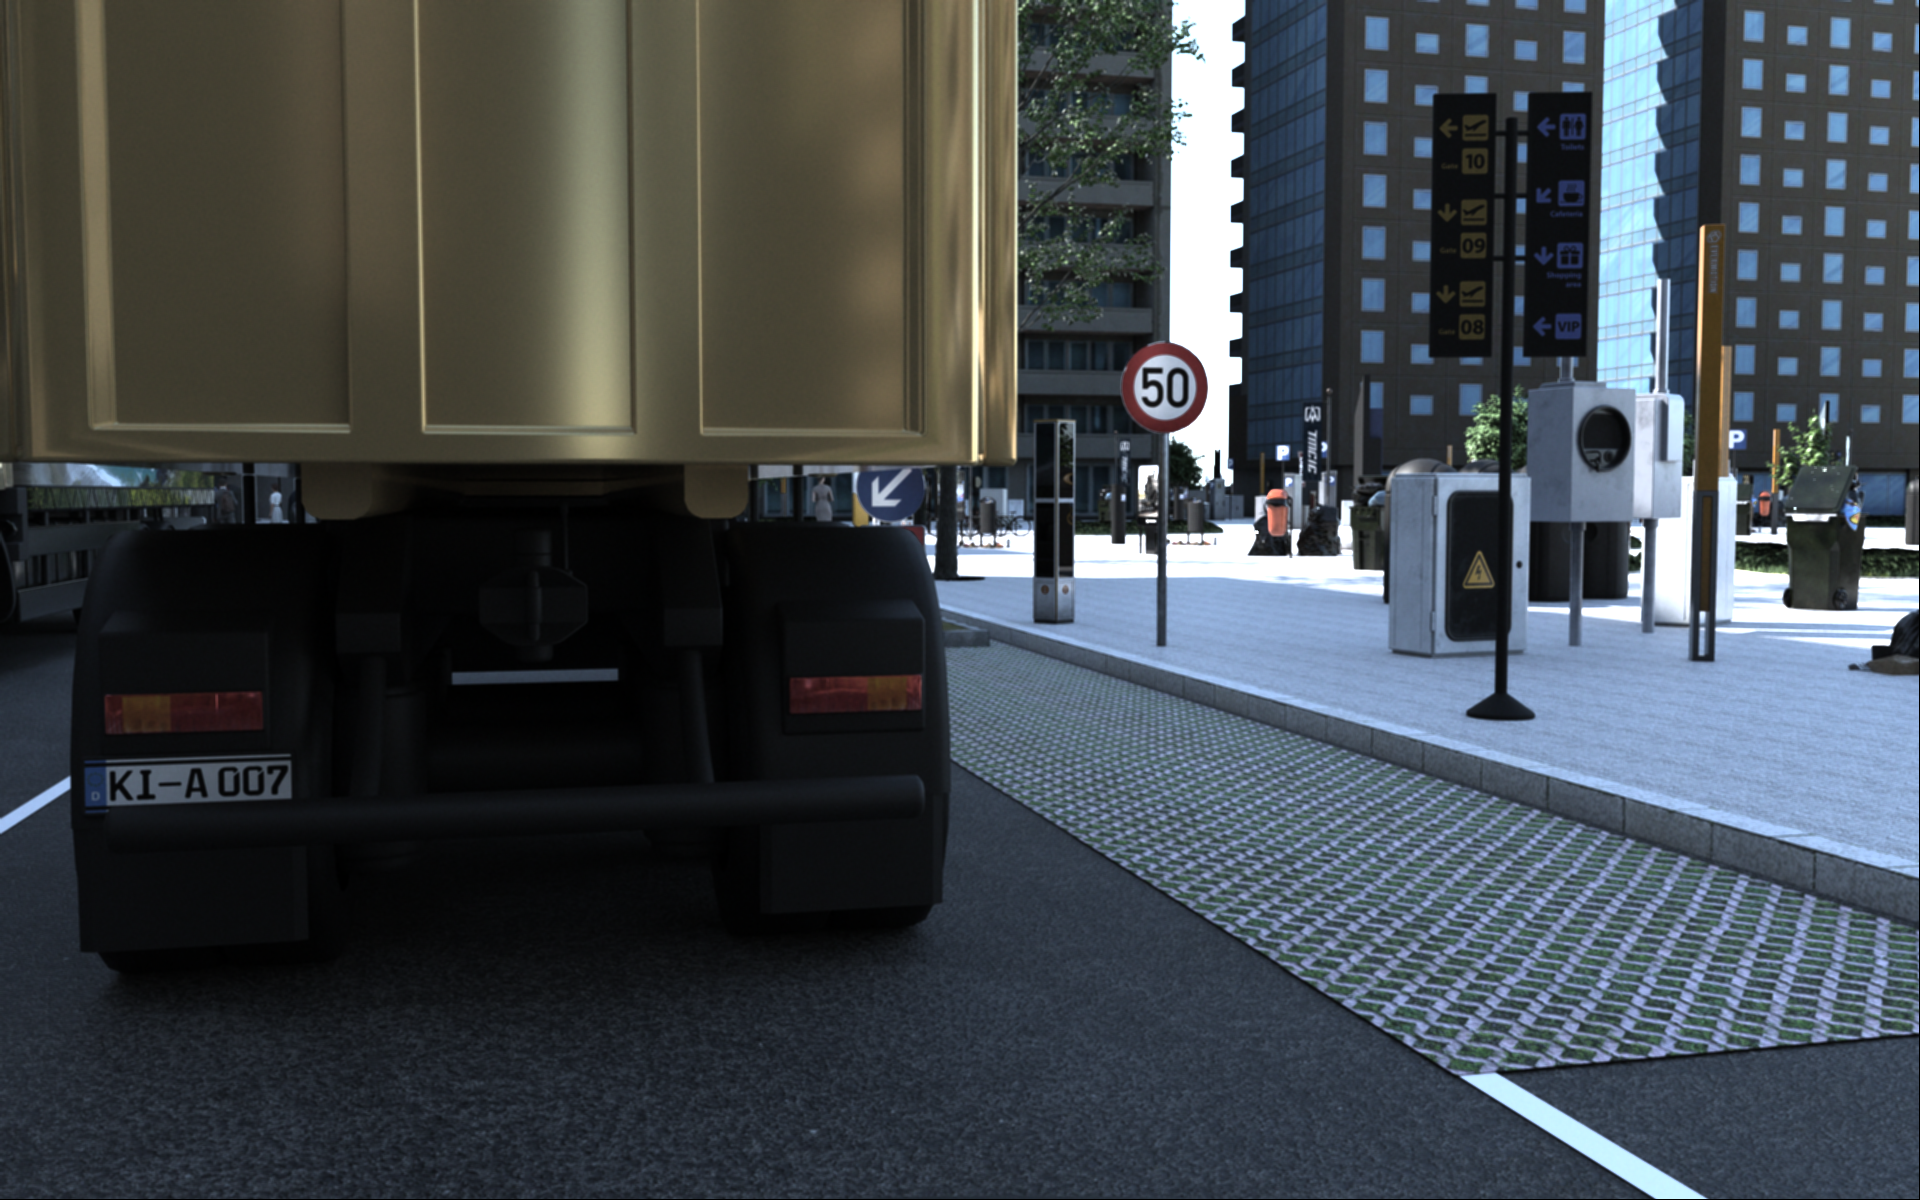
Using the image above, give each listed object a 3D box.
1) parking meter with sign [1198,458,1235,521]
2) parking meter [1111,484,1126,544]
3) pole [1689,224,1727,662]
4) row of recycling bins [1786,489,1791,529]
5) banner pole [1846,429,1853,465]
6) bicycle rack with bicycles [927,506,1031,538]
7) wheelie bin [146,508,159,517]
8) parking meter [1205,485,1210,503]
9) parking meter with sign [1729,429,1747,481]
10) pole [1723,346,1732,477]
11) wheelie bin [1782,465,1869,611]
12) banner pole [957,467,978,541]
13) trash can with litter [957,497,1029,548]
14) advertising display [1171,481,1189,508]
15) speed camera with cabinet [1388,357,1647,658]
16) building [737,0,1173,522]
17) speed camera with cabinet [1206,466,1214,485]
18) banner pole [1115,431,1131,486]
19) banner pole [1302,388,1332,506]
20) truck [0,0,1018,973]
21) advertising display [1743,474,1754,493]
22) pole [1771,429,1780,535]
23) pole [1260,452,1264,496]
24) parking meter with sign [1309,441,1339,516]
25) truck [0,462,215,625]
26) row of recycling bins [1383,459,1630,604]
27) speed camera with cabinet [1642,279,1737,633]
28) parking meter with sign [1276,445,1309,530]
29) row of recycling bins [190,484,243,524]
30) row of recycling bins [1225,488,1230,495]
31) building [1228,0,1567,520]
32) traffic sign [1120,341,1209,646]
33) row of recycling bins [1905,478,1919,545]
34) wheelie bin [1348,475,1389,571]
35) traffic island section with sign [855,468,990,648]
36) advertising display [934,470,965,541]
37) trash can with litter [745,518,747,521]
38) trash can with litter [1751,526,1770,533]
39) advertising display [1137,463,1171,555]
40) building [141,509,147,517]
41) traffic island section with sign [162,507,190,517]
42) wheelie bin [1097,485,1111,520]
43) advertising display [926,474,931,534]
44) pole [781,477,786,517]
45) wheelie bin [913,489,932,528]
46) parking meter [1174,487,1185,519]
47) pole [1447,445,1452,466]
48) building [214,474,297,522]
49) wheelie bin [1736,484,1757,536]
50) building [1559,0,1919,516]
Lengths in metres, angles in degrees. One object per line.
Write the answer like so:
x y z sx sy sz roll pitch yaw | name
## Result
12.503 -5.381 84.239 1.738 3.016 0.543 -2 4 -29 | parking meter with sign
4.048 -2.191 44.236 0.372 1.533 0.369 0 3 0 | parking meter
5.714 -1.187 13.247 0.158 3.312 0.155 0 3 0 | pole
25.183 -2.679 50.917 1.069 1.692 3.534 1 4 9 | row of recycling bins
33.987 -4.665 66.298 0.401 3.779 0.863 3 4 38 | banner pole
0.731 -2.363 52.010 2.925 0.926 2.852 1 4 17 | bicycle rack with bicycles
-21.987 -2.429 47.617 0.693 1.594 0.980 -1 4 -15 | wheelie bin
15.195 -6.153 106.305 0.255 1.863 0.399 2 4 34 | parking meter
20.996 -3.131 47.453 0.543 3.016 1.738 1 4 10 | parking meter with sign
10.524 -1.843 23.974 0.158 3.312 0.155 0 3 0 | pole
9.633 -0.698 19.320 0.693 1.594 0.980 -2 4 -34 | wheelie bin
0.065 -3.540 47.890 0.863 3.779 0.401 0 4 2 | banner pole
0.502 -1.879 41.785 1.678 1.210 2.233 -3 5 -39 | trash can with litter
10.817 -4.919 85.635 0.974 1.923 0.123 0 4 -1 | advertising display
4.500 -1.206 14.051 2.038 3.252 0.660 -1 4 -23 | speed camera with cabinet
-2.663 -28.518 89.968 21.600 48.544 21.300 -1 4 -14 | building
17.119 -7.746 120.981 0.660 3.252 2.038 -2 4 -34 | speed camera with cabinet
6.375 -4.801 68.510 0.863 3.779 0.401 2 4 32 | banner pole
8.545 -3.134 41.250 0.863 3.779 0.401 2 4 25 | banner pole
-2.209 -0.798 8.965 3.469 3.379 9.791 -1 4 -14 | truck
24.893 -3.030 54.753 0.123 1.923 0.974 1 4 12 | advertising display
25.679 -3.712 54.538 0.158 3.312 0.155 0 3 0 | pole
14.778 -5.559 84.738 0.158 3.312 0.155 0 3 0 | pole
11.936 -3.675 56.346 0.543 3.016 1.738 0 4 -3 | parking meter with sign
-9.186 -1.646 15.831 2.839 4.237 11.283 -1 4 -13 | truck
6.661 -0.839 20.829 3.534 1.692 1.069 -2 4 -26 | row of recycling bins
6.820 -1.365 16.655 0.660 3.252 2.038 3 5 44 | speed camera with cabinet
12.048 -4.052 62.516 0.543 3.016 1.738 3 4 38 | parking meter with sign
-31.512 -4.037 73.124 1.069 1.692 3.534 0 4 6 | row of recycling bins
22.772 -8.016 138.172 3.534 1.692 1.069 -1 4 -19 | row of recycling bins
23.654 -27.002 91.591 14.200 45.320 14.600 -1 4 -14 | building
1.702 -0.883 14.550 0.768 2.556 0.104 -1 4 -10 | traffic sign
25.251 -2.287 44.507 1.069 1.692 3.534 3 5 45 | row of recycling bins
6.997 -1.301 29.179 0.693 1.594 0.980 -3 5 -43 | wheelie bin
-0.927 -0.502 16.828 1.989 1.847 2.006 -1 4 -14 | traffic island section with sign
-0.273 -2.534 46.641 0.974 1.923 0.123 -3 5 -40 | advertising display
-9.141 -4.061 77.456 1.678 1.210 2.233 -2 4 -24 | trash can with litter
26.437 -2.910 58.634 1.678 1.210 2.233 -1 4 -8 | trash can with litter
4.063 -1.920 36.598 0.123 1.923 0.974 -2 4 -29 | advertising display
-46.979 -16.676 49.063 44.131 29.872 17.030 -1 4 -14 | building
-18.523 -1.971 40.860 1.989 1.847 2.006 -1 4 -14 | traffic island section with sign
5.185 -3.189 60.047 0.693 1.594 0.980 -3 4 -37 | wheelie bin
-1.016 -3.130 56.388 0.123 1.923 0.974 0 4 -4 | advertising display
-6.740 -4.417 66.062 0.158 3.312 0.155 0 3 0 | pole
-1.513 -3.577 66.384 0.693 1.594 0.980 1 4 18 | wheelie bin
7.738 -3.226 61.163 0.372 1.533 0.369 0 3 0 | parking meter
20.421 -4.799 72.312 0.158 3.312 0.155 0 3 0 | pole
-39.091 -24.277 80.515 14.154 41.232 14.086 -1 4 -14 | building
24.003 -2.775 53.282 0.980 1.594 0.693 2 4 33 | wheelie bin
45.505 -27.498 99.711 14.200 45.320 14.600 -1 4 -14 | building
